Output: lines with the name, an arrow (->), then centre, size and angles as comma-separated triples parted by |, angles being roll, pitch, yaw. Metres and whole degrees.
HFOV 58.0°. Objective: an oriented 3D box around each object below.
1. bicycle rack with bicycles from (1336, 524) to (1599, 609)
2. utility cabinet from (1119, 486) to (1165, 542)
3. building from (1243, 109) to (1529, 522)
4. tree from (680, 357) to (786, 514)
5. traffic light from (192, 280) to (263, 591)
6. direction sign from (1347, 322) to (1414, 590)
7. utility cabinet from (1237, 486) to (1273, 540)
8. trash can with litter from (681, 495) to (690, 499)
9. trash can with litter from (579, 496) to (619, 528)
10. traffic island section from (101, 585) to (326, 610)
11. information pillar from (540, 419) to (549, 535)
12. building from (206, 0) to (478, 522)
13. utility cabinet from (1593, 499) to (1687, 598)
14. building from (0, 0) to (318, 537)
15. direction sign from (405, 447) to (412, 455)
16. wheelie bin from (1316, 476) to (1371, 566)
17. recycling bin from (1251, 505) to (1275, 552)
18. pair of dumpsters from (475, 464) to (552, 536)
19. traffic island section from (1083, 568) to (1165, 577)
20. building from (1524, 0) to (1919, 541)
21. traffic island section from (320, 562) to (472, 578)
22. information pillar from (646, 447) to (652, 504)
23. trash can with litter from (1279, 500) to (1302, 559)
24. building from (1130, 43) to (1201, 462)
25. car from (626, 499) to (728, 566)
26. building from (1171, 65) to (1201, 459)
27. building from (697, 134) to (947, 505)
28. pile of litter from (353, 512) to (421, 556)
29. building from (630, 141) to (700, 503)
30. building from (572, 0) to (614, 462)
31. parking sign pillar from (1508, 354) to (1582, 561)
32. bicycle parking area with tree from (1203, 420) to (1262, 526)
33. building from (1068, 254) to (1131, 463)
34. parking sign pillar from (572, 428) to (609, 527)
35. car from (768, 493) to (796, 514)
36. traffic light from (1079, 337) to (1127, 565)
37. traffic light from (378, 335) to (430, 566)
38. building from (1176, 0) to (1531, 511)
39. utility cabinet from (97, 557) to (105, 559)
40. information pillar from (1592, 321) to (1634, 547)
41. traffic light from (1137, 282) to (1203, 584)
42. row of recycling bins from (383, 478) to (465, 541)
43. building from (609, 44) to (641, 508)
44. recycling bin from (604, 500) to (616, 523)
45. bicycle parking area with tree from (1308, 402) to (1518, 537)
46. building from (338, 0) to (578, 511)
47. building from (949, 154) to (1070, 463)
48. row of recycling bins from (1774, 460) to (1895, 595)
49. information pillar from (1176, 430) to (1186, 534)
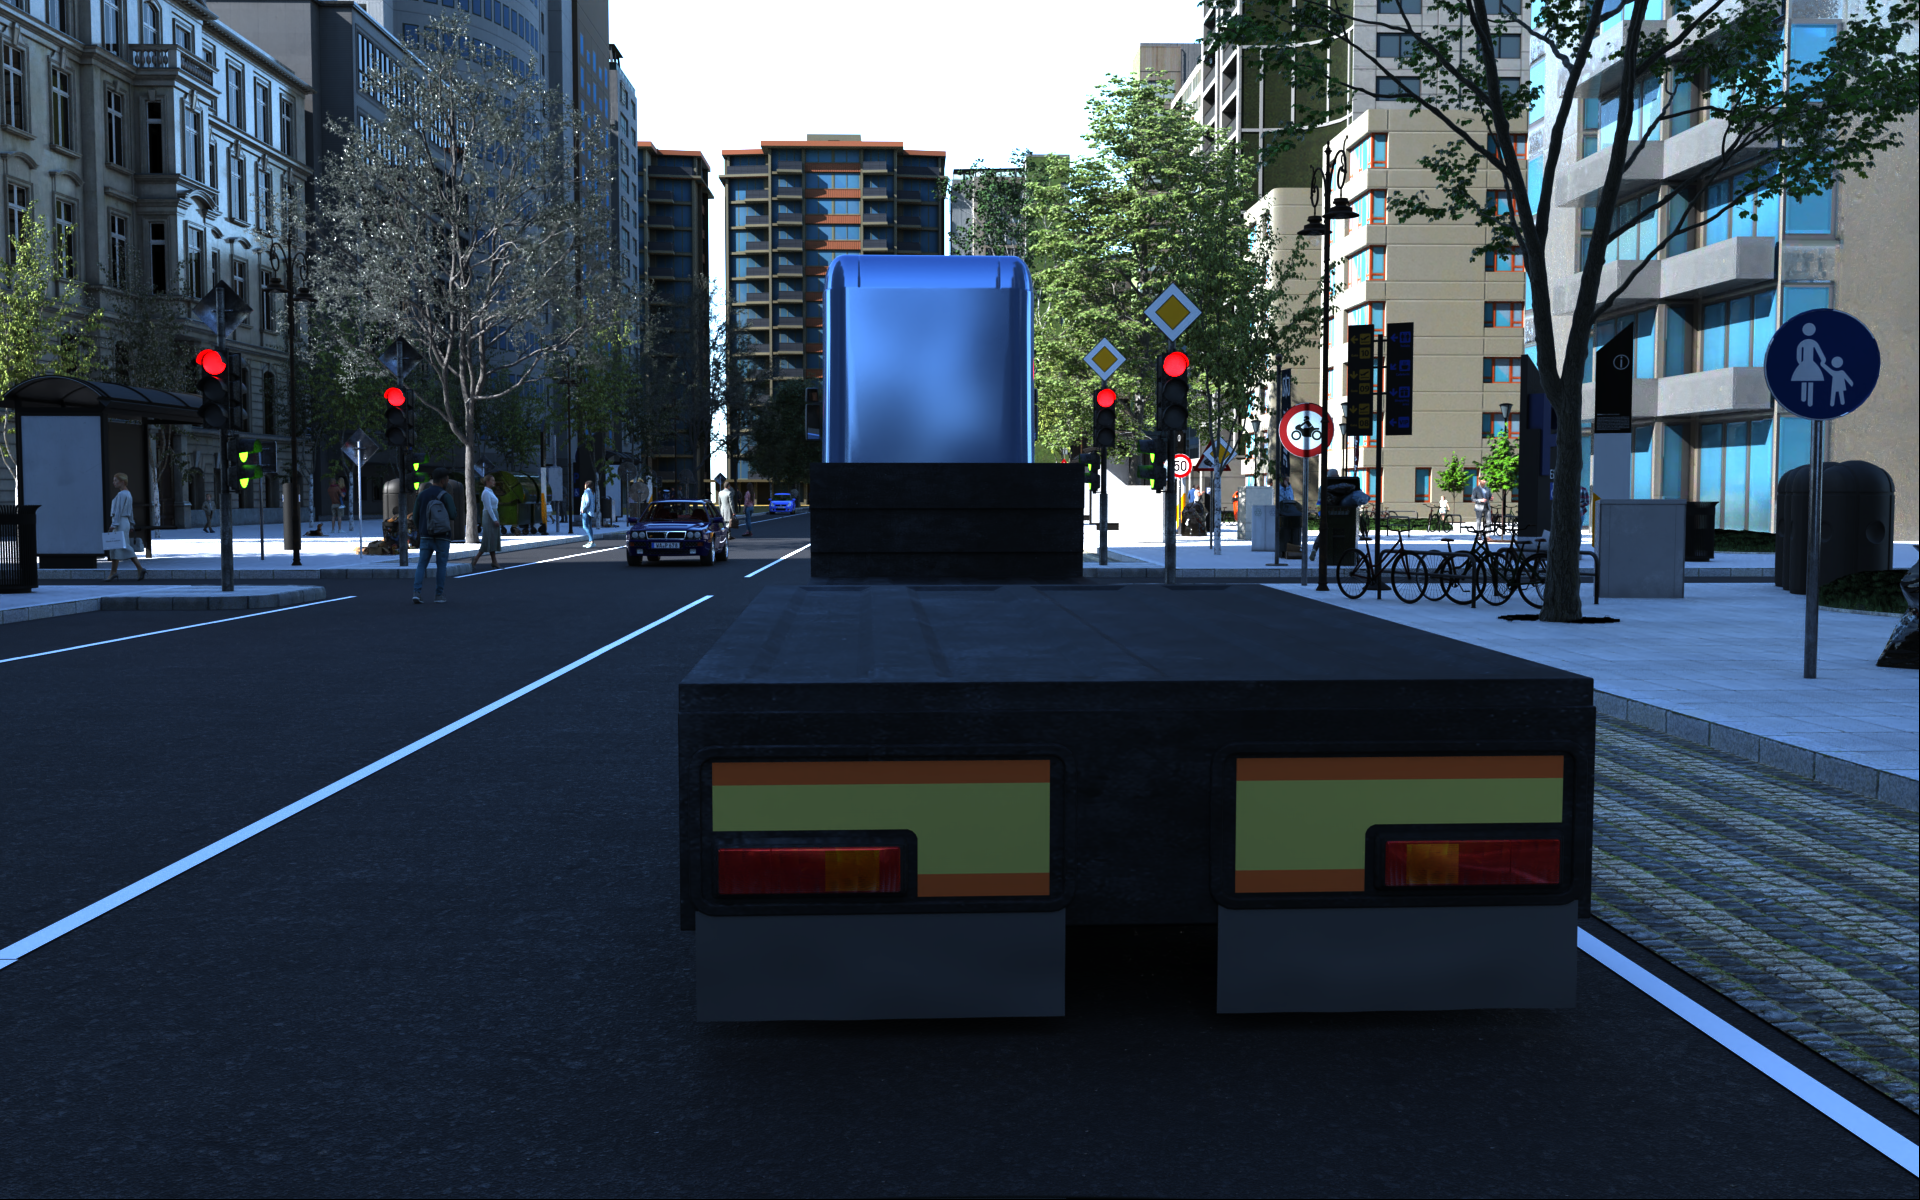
bicycle rack with bicycles -> 6.199, -0.430, 20.420 | 2.852, 0.926, 2.925 | -1, 4, -21
utility cabinet -> 4.791, -2.256, 45.570 | 1.173, 1.500, 0.318 | 1, 4, 18
building -> 31.691, -15.160, 92.900 | 27.650, 21.520, 28.899 | 0, 4, -2
tree -> -14.996, -10.961, 113.620 | 7.601, 10.594, 8.767 | -3, 5, -44
traffic light -> -9.652, -2.069, 22.755 | 0.839, 4.253, 0.868 | 0, 4, -2
direction sign -> 5.591, -1.904, 23.125 | 0.876, 3.537, 0.379 | 2, 4, 31
utility cabinet -> 8.258, -2.438, 48.540 | 1.173, 1.500, 0.318 | -3, 5, -41
trash can with litter -> -15.685, -5.530, 101.470 | 2.233, 1.210, 1.678 | -3, 4, -38
trash can with litter -> -13.880, -3.380, 66.324 | 1.678, 1.210, 2.233 | 2, 4, 31
traffic island section -> -9.693, -0.037, 22.888 | 2.009, 0.180, 2.903 | 0, 4, -2
information pillar -> -13.000, -3.836, 54.079 | 0.183, 3.616, 0.504 | 0, 4, -4
building -> -35.473, -18.214, 91.311 | 14.314, 27.812, 24.014 | 0, 4, -2
utility cabinet -> 8.428, -0.632, 21.493 | 1.020, 1.237, 0.306 | 0, 4, 8
building -> -34.222, -14.836, 61.649 | 14.460, 24.649, 34.723 | 0, 4, -2
direction sign -> -16.554, -3.671, 52.016 | 0.379, 3.537, 0.876 | 0, 4, -6
wheelie bin -> 6.871, -1.420, 31.122 | 0.980, 1.594, 0.693 | 1, 4, 19
recycling bin -> 7.022, -1.612, 38.911 | 0.722, 1.027, 0.722 | 3, 4, 36
pair of dumpsters -> -14.079, -3.192, 54.675 | 1.574, 2.255, 4.437 | 0, 4, -2
traffic island section -> 2.607, -0.548, 31.235 | 2.009, 0.180, 2.903 | 0, 4, -2
building -> 34.475, -26.648, 55.296 | 30.456, 49.044, 23.786 | 0, 4, -2
traffic island section -> -9.929, -0.525, 30.870 | 2.009, 0.180, 2.903 | 0, 4, -2
information pillar -> -13.996, -5.299, 77.988 | 0.183, 3.616, 0.504 | 1, 4, 13
trash can with litter -> 6.652, -1.408, 34.410 | 0.624, 1.170, 1.055 | 0, 4, -2
building -> 22.706, -29.207, 161.133 | 14.154, 41.232, 14.086 | 0, 4, -2
car -> -5.817, -1.424, 35.856 | 1.945, 1.354, 3.894 | 0, 4, -1
building -> 31.270, -27.555, 142.405 | 32.217, 40.220, 23.993 | 0, 4, -2
building -> -16.034, -34.184, 213.537 | 28.867, 44.769, 22.147 | 0, 4, -2
pile of litter -> -12.323, -1.400, 36.848 | 1.176, 0.858, 1.719 | 0, 4, -5
building -> -45.407, -34.177, 213.421 | 28.867, 44.769, 22.147 | 0, 4, -2
building -> -36.310, -29.960, 139.959 | 14.600, 45.320, 14.200 | 0, 4, -2
parking sign pillar -> 11.446, -2.777, 33.880 | 1.447, 3.967, 1.447 | -3, 5, -44
bicycle parking area with tree -> 13.449, -5.011, 68.925 | 8.231, 4.147, 9.016 | -2, 4, -24
building -> 20.306, -26.915, 211.768 | 14.107, 30.474, 14.160 | 0, 4, -2
parking sign pillar -> -14.735, -4.917, 68.868 | 1.447, 3.967, 1.447 | 3, 5, 39
car -> -12.579, -6.919, 122.712 | 1.945, 1.707, 3.694 | 0, 4, -2
traffic light -> 2.566, -2.581, 31.120 | 0.839, 4.253, 0.868 | 0, 4, -2
traffic light -> -9.889, -2.558, 30.736 | 0.839, 4.253, 0.868 | 0, 4, -2
building -> 26.293, -41.639, 119.043 | 20.563, 71.187, 20.611 | 0, 4, -2
utility cabinet -> -16.963, -1.502, 33.244 | 0.318, 1.500, 1.173 | 1, 4, 12
information pillar -> 8.902, -1.972, 23.591 | 0.504, 3.616, 0.183 | 1, 4, 23
traffic light -> 2.803, -2.093, 23.139 | 0.839, 4.253, 0.868 | 0, 4, -2
row of recycling bins -> -14.516, -2.450, 47.163 | 1.069, 1.692, 3.534 | 1, 4, 11
building -> -37.207, -29.141, 160.056 | 14.086, 41.232, 14.154 | 0, 4, -2
recycling bin -> -16.005, -4.001, 77.969 | 0.722, 1.027, 0.722 | 2, 4, 29
bicycle parking area with tree -> 14.661, -4.121, 54.383 | 8.231, 4.147, 9.016 | 0, 4, 7
building -> -39.653, -35.245, 118.256 | 21.231, 58.520, 28.212 | 0, 4, -2
building -> 5.842, -32.262, 211.075 | 14.086, 41.232, 14.154 | 0, 4, -2
row of recycling bins -> 11.308, -0.946, 22.577 | 1.069, 1.692, 3.534 | 1, 4, 17
information pillar -> 7.032, -3.896, 55.048 | 0.183, 3.616, 0.504 | -1, 4, -17
